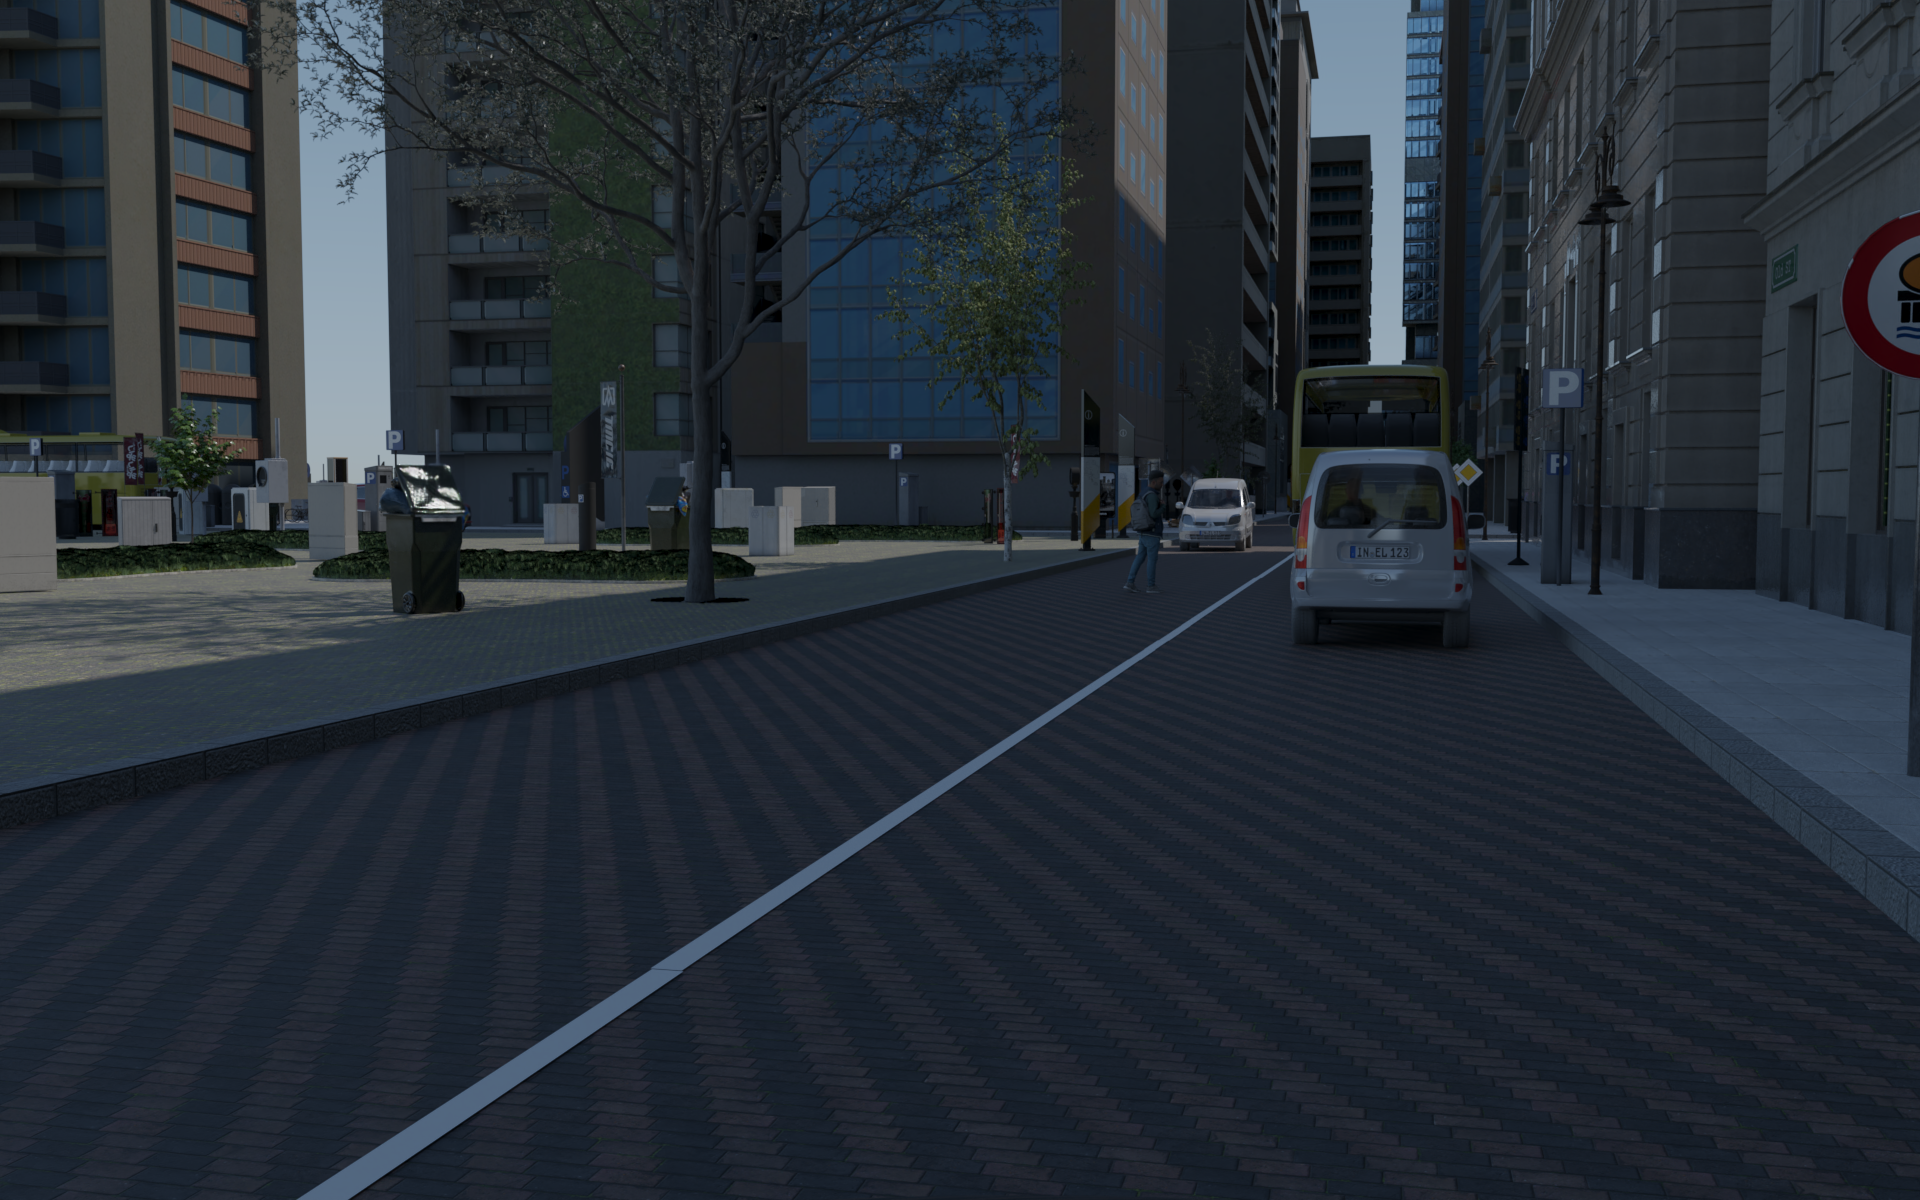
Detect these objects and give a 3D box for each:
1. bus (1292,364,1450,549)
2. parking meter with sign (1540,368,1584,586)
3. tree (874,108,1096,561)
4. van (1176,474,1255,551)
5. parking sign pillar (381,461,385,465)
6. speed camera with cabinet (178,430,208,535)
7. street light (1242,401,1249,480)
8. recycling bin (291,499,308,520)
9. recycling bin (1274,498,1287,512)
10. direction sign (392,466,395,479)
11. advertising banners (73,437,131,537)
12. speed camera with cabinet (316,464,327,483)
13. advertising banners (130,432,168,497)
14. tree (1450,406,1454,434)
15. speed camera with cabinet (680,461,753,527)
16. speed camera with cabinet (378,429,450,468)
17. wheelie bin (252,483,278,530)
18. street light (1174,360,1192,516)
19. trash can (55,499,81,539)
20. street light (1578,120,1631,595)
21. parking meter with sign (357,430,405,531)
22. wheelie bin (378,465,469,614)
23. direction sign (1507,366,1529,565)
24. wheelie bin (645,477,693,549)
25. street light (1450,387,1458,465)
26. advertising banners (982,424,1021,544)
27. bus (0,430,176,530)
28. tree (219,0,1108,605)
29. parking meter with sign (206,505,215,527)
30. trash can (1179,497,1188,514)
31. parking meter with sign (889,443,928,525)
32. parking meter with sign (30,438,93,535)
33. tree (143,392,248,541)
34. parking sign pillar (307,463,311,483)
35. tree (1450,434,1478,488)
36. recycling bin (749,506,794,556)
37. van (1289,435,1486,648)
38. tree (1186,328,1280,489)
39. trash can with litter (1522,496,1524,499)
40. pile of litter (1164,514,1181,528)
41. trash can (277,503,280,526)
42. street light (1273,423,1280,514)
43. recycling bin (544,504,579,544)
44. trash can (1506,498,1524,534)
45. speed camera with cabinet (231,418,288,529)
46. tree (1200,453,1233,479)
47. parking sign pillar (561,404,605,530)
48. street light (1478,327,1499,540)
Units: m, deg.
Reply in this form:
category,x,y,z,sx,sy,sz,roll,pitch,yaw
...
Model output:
category,x,y,z,sx,sy,sz,roll,pitch,yaw
bus,8.194,-2.617,34.332,2.896,3.916,12.252,1,4,14
parking meter with sign,8.616,-1.752,24.903,0.543,3.016,1.738,1,4,17
tree,0.746,-5.036,32.699,4.737,8.622,4.395,0,3,0
van,6.658,-2.315,44.855,2.013,2.044,4.112,1,4,13
parking sign pillar,-47.794,-9.473,143.358,1.447,3.967,1.447,-3,5,-42
speed camera with cabinet,-23.779,-3.629,53.666,0.660,3.252,2.038,-2,4,-32
street light,14.095,-6.929,86.069,0.468,5.910,1.993,1,4,14
recycling bin,-32.881,-4.523,86.498,0.722,1.027,0.722,1,4,16
recycling bin,23.394,-6.956,126.290,0.722,1.027,0.722,2,4,35
direction sign,-45.326,-8.981,138.836,0.876,3.537,0.379,-1,4,-16
advertising banners,-25.795,-3.440,52.427,0.090,3.025,2.074,3,4,38
speed camera with cabinet,-41.155,-7.300,113.693,2.038,3.252,0.660,-3,5,-43
advertising banners,-23.394,-3.303,50.186,0.090,3.025,2.074,0,4,-1
tree,33.110,-10.630,124.163,4.737,8.622,4.395,0,3,0
speed camera with cabinet,-6.951,-3.374,49.494,2.038,3.252,0.660,-2,4,-31
speed camera with cabinet,-16.691,-3.585,52.959,2.038,3.252,0.660,0,4,3
wheelie bin,-20.137,-2.584,50.151,0.693,1.594,0.980,2,4,27
street light,7.697,-5.327,59.878,0.468,5.910,1.993,1,4,14
trash can,-25.405,-2.300,49.262,0.748,1.137,0.748,0,3,0
street light,8.106,-3.006,21.931,0.468,5.910,1.993,1,4,14
parking meter with sign,-15.622,-3.069,46.444,0.543,3.016,1.738,1,4,18
wheelie bin,-5.837,-0.664,18.764,0.693,1.594,0.980,3,5,42
direction sign,10.084,-2.396,31.172,0.379,3.537,0.876,2,4,32
wheelie bin,-5.279,-1.440,31.446,0.980,1.594,0.693,2,4,25
street light,21.340,-6.267,75.252,0.468,5.910,1.993,1,4,14
advertising banners,1.056,-2.937,44.213,0.090,3.025,2.074,-2,4,-26
bus,-35.129,-4.475,64.716,12.252,3.916,2.896,1,4,14
tree,-2.953,-6.722,20.276,12.009,13.543,11.850,0,3,0
parking meter with sign,-29.764,-4.326,66.986,1.738,3.016,0.543,0,4,2
trash can,11.144,-4.508,85.363,0.748,1.137,0.748,0,3,0
parking meter with sign,-1.755,-3.925,60.432,0.543,3.016,1.738,2,4,32
parking meter with sign,-28.330,-3.572,54.668,0.543,3.016,1.738,2,4,28
tree,-14.772,-2.351,33.047,1.663,3.219,1.824,0,3,0
parking sign pillar,-39.647,-7.093,104.439,1.447,3.967,1.447,1,4,9
tree,26.162,-6.667,92.716,4.285,4.588,4.351,0,3,0
recycling bin,-3.925,-1.436,36.038,0.722,1.027,0.722,1,4,22
van,4.331,-0.652,17.677,2.013,2.044,4.112,1,4,15
tree,11.752,-7.710,76.415,4.360,8.622,3.978,0,3,0
trash can with litter,29.944,-4.921,91.518,2.233,1.210,1.678,-1,4,-21
pile of litter,8.497,-3.204,66.356,1.719,0.858,1.176,-1,4,-13
trash can,-27.885,-3.584,70.245,0.748,1.137,0.748,0,3,0
street light,20.481,-8.531,112.262,0.468,5.910,1.993,1,4,14
recycling bin,-10.250,-1.960,44.593,0.722,1.027,0.722,-3,4,-36
trash can,18.155,-2.735,56.365,0.748,1.137,0.748,0,3,0
speed camera with cabinet,-18.379,-3.123,45.402,2.038,3.252,0.660,3,5,41
tree,11.814,-5.282,80.969,1.663,3.219,1.824,0,3,0
parking sign pillar,-11.223,-3.856,51.519,1.447,3.967,1.447,3,4,39
street light,14.628,-4.606,48.091,0.468,5.910,1.993,1,4,14
